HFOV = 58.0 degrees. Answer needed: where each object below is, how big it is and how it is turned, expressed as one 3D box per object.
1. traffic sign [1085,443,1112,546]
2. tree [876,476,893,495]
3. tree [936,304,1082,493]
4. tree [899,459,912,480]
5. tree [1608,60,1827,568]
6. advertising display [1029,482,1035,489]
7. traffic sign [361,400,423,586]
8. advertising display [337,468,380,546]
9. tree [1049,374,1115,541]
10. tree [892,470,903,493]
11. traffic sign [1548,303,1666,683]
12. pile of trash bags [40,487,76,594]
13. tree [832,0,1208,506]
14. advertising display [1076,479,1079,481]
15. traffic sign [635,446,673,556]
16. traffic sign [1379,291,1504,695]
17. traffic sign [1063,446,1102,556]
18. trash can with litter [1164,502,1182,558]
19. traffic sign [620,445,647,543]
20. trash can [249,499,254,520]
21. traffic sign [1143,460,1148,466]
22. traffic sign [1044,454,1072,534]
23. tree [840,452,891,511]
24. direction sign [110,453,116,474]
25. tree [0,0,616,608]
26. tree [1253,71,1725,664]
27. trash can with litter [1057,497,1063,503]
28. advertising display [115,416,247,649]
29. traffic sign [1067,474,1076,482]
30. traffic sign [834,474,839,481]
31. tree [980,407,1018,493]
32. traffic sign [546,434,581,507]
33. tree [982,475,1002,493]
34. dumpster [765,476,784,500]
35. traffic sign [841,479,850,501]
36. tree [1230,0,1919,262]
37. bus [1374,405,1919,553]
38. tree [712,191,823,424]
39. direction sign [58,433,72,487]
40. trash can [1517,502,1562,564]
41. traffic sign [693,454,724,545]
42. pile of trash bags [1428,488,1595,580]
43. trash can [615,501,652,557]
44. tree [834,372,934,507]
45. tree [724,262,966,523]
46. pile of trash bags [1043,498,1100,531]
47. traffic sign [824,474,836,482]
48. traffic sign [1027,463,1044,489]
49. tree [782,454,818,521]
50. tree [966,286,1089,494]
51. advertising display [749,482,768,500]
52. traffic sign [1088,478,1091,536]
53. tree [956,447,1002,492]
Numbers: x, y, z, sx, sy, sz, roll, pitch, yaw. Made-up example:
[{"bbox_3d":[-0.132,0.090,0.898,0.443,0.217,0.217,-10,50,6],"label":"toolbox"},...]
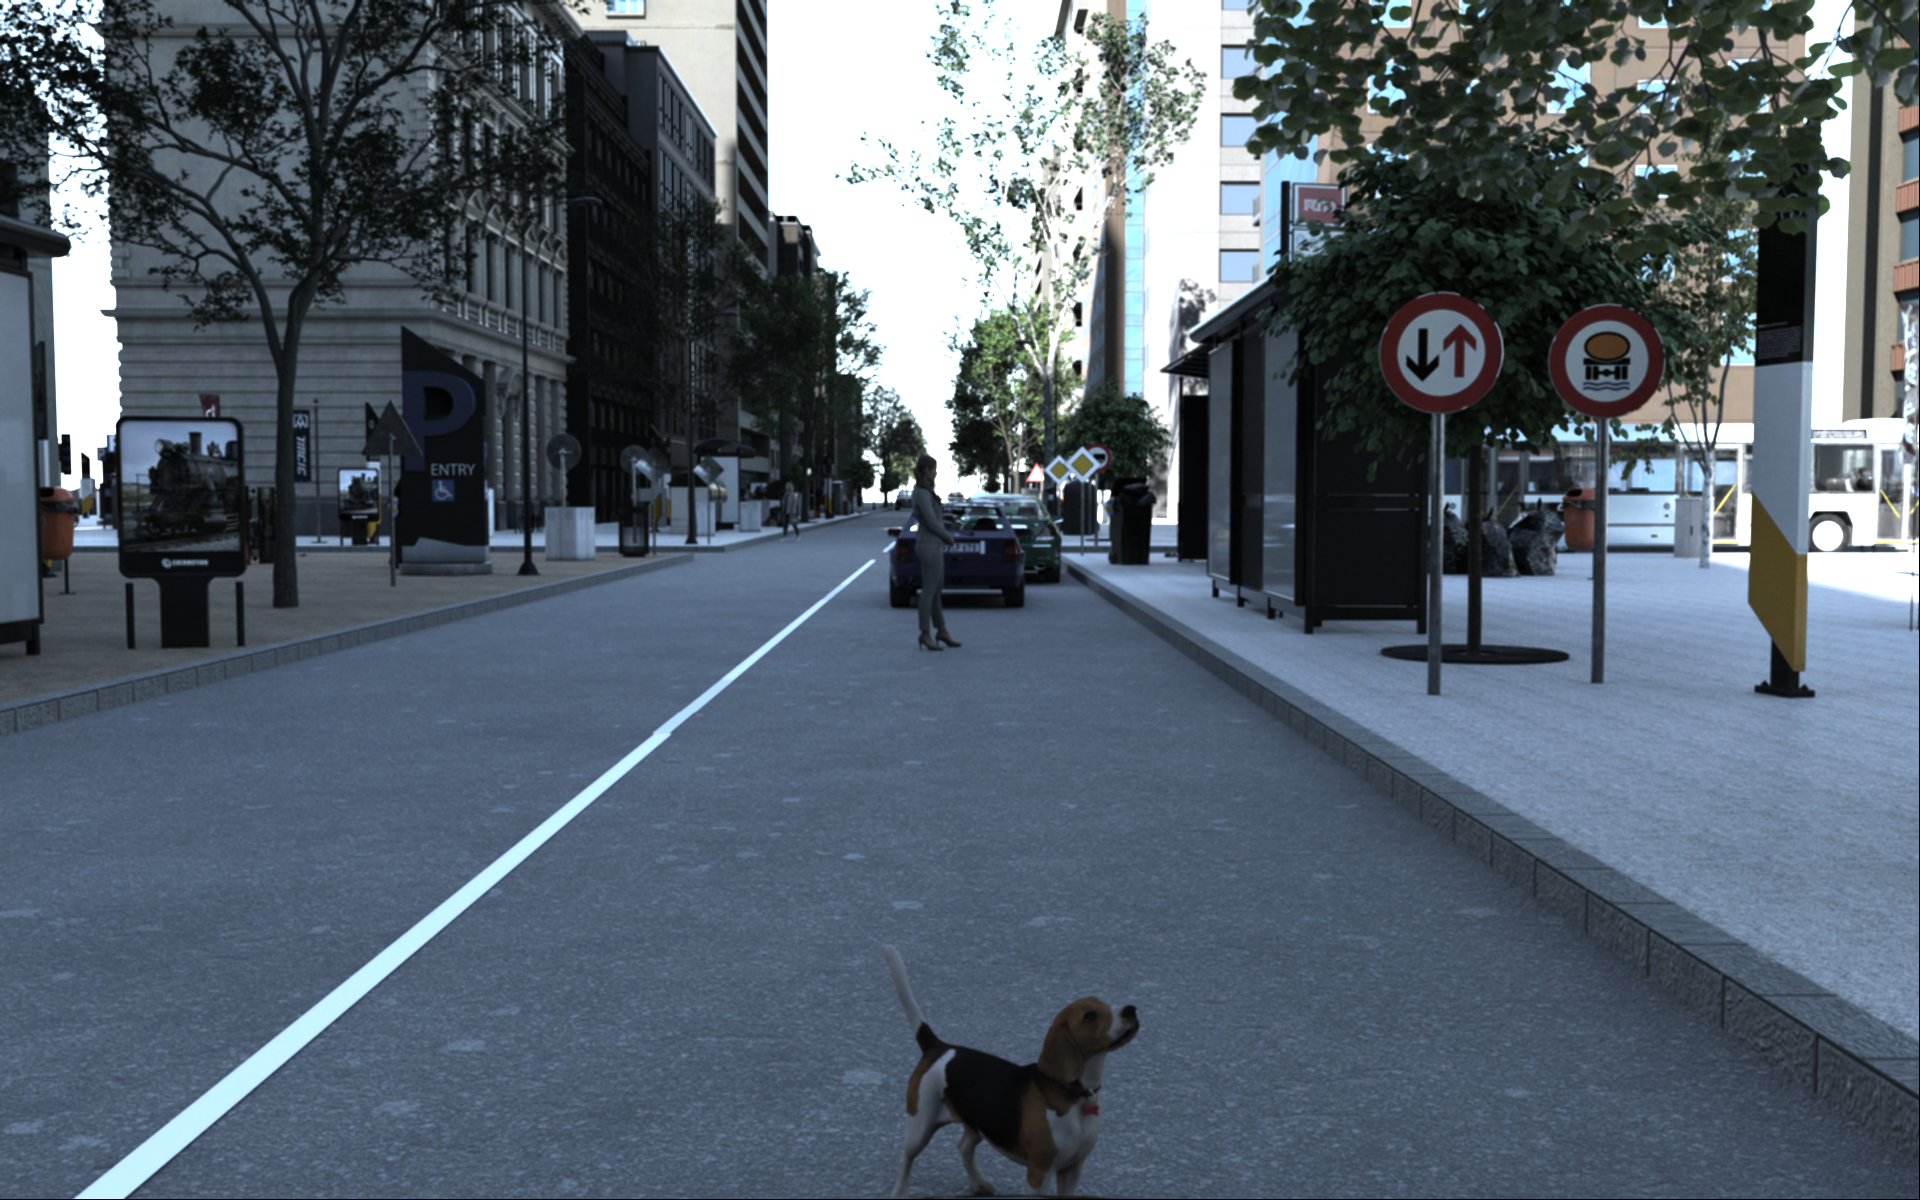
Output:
[{"bbox_3d":[3.382,-2.618,42.913,0.768,2.556,0.104,0,4,4],"label":"traffic sign"},{"bbox_3d":[-7.398,-10.490,166.119,1.663,3.219,1.824,0,3,0],"label":"tree"},{"bbox_3d":[2.832,-11.480,104.708,9.611,12.733,9.660,0,3,0],"label":"tree"},{"bbox_3d":[-8.389,-21.073,278.961,7.601,10.594,8.767,-2,4,-35],"label":"tree"},{"bbox_3d":[12.876,-4.873,30.034,4.737,8.622,4.395,0,3,0],"label":"tree"},{"bbox_3d":[3.948,-5.486,94.904,0.123,1.923,0.974,0,4,-8],"label":"advertising display"},{"bbox_3d":[-7.874,-1.467,23.995,0.884,2.594,0.081,0,4,7],"label":"traffic sign"},{"bbox_3d":[-14.958,-2.317,43.094,0.974,1.923,0.123,-1,4,-23],"label":"advertising display"},{"bbox_3d":[4.227,-3.906,47.570,4.285,4.588,4.351,0,3,0],"label":"tree"},{"bbox_3d":[-8.651,-14.184,215.616,4.285,4.588,4.351,0,3,0],"label":"tree"},{"bbox_3d":[4.332,-0.709,11.693,0.768,2.556,0.104,0,4,5],"label":"traffic sign"},{"bbox_3d":[-12.877,-0.757,22.128,3.447,1.369,1.912,0,4,8],"label":"pile of trash bags"},{"bbox_3d":[2.042,-12.781,64.866,12.611,20.169,13.585,0,3,0],"label":"tree"},{"bbox_3d":[5.108,-4.214,74.107,0.123,1.923,0.974,1,4,15],"label":"advertising display"},{"bbox_3d":[-6.354,-1.978,35.984,0.795,2.450,0.064,0,4,0],"label":"traffic sign"},{"bbox_3d":[3.033,-0.667,11.004,0.768,2.556,0.104,0,4,6],"label":"traffic sign"},{"bbox_3d":[2.540,-1.979,35.992,0.795,2.450,0.064,0,4,0],"label":"traffic sign"},{"bbox_3d":[5.042,-1.481,35.273,2.233,1.210,1.678,-2,4,-28],"label":"trash can with litter"},{"bbox_3d":[-8.480,-2.751,45.092,0.768,2.556,0.104,1,4,9],"label":"traffic sign"},{"bbox_3d":[-19.294,-2.126,46.407,0.748,1.137,0.748,0,3,0],"label":"trash can"},{"bbox_3d":[5.164,-3.079,50.345,0.884,2.594,0.081,0,4,2],"label":"traffic sign"},{"bbox_3d":[2.515,-2.467,43.977,0.795,2.450,0.064,0,4,0],"label":"traffic sign"},{"bbox_3d":[-7.682,-9.240,134.782,4.285,4.588,4.351,0,3,0],"label":"tree"},{"bbox_3d":[-33.411,-4.714,69.067,0.876,3.537,0.379,0,4,-6],"label":"direction sign"},{"bbox_3d":[-7.671,-5.172,18.981,8.767,10.594,7.601,0,4,-1],"label":"tree"},{"bbox_3d":[4.042,-1.833,13.681,4.285,4.588,4.351,0,3,0],"label":"tree"},{"bbox_3d":[4.197,-3.549,69.410,1.055,1.170,0.624,3,5,39],"label":"trash can with litter"},{"bbox_3d":[-6.473,-0.564,14.429,0.974,1.923,0.123,-1,4,-15],"label":"advertising display"},{"bbox_3d":[5.189,-4.788,78.397,0.768,2.556,0.104,0,4,7],"label":"traffic sign"},{"bbox_3d":[-7.898,-6.682,109.260,0.884,2.594,0.081,0,4,5],"label":"traffic sign"},{"bbox_3d":[2.982,-11.300,135.114,4.360,8.622,3.978,0,3,0],"label":"tree"},{"bbox_3d":[-8.372,-2.229,36.556,0.768,2.556,0.104,1,4,9],"label":"traffic sign"},{"bbox_3d":[3.739,-12.967,206.603,1.663,3.219,1.824,0,3,0],"label":"tree"},{"bbox_3d":[-9.035,-5.203,87.570,1.502,2.255,1.985,0,4,0],"label":"dumpster"},{"bbox_3d":[-7.581,-6.892,114.809,0.606,2.300,0.079,0,4,8],"label":"traffic sign"},{"bbox_3d":[4.008,-5.313,4.992,7.486,12.596,7.792,0,3,0],"label":"tree"},{"bbox_3d":[16.261,-2.710,39.174,13.247,3.499,2.948,0,4,-2],"label":"bus"},{"bbox_3d":[-7.755,-7.128,50.960,8.767,10.594,7.601,1,4,15],"label":"tree"},{"bbox_3d":[-33.583,-4.439,64.578,0.876,3.537,0.379,-2,4,-34],"label":"direction sign"},{"bbox_3d":[10.139,-1.143,30.342,0.748,1.137,0.748,0,3,0],"label":"trash can"},{"bbox_3d":[-6.379,-2.466,43.969,0.795,2.450,0.064,0,4,0],"label":"traffic sign"},{"bbox_3d":[8.723,-1.062,27.122,1.912,1.369,3.447,-2,4,-24],"label":"pile of trash bags"},{"bbox_3d":[-6.657,-1.449,35.347,0.748,1.137,0.748,0,3,0],"label":"trash can"},{"bbox_3d":[-7.667,-16.178,174.885,12.009,13.543,11.850,0,3,0],"label":"tree"},{"bbox_3d":[-6.742,-9.231,76.687,9.928,11.665,9.643,0,3,0],"label":"tree"},{"bbox_3d":[4.465,-3.107,60.550,3.447,1.369,1.912,0,4,4],"label":"pile of trash bags"},{"bbox_3d":[-8.119,-6.612,108.218,0.768,2.556,0.104,0,4,8],"label":"traffic sign"},{"bbox_3d":[3.234,-4.469,73.069,0.884,2.594,0.081,0,4,2],"label":"traffic sign"},{"bbox_3d":[-7.904,-5.414,83.118,1.663,3.219,1.824,0,3,0],"label":"tree"},{"bbox_3d":[2.765,-9.920,87.944,9.928,11.665,9.643,0,3,0],"label":"tree"},{"bbox_3d":[-10.702,-5.315,92.116,0.974,1.923,0.123,-1,4,-14],"label":"advertising display"},{"bbox_3d":[3.992,-3.247,53.190,0.768,2.556,0.104,1,4,9],"label":"traffic sign"},{"bbox_3d":[3.047,-17.429,219.369,7.601,10.594,8.767,3,4,39],"label":"tree"}]
